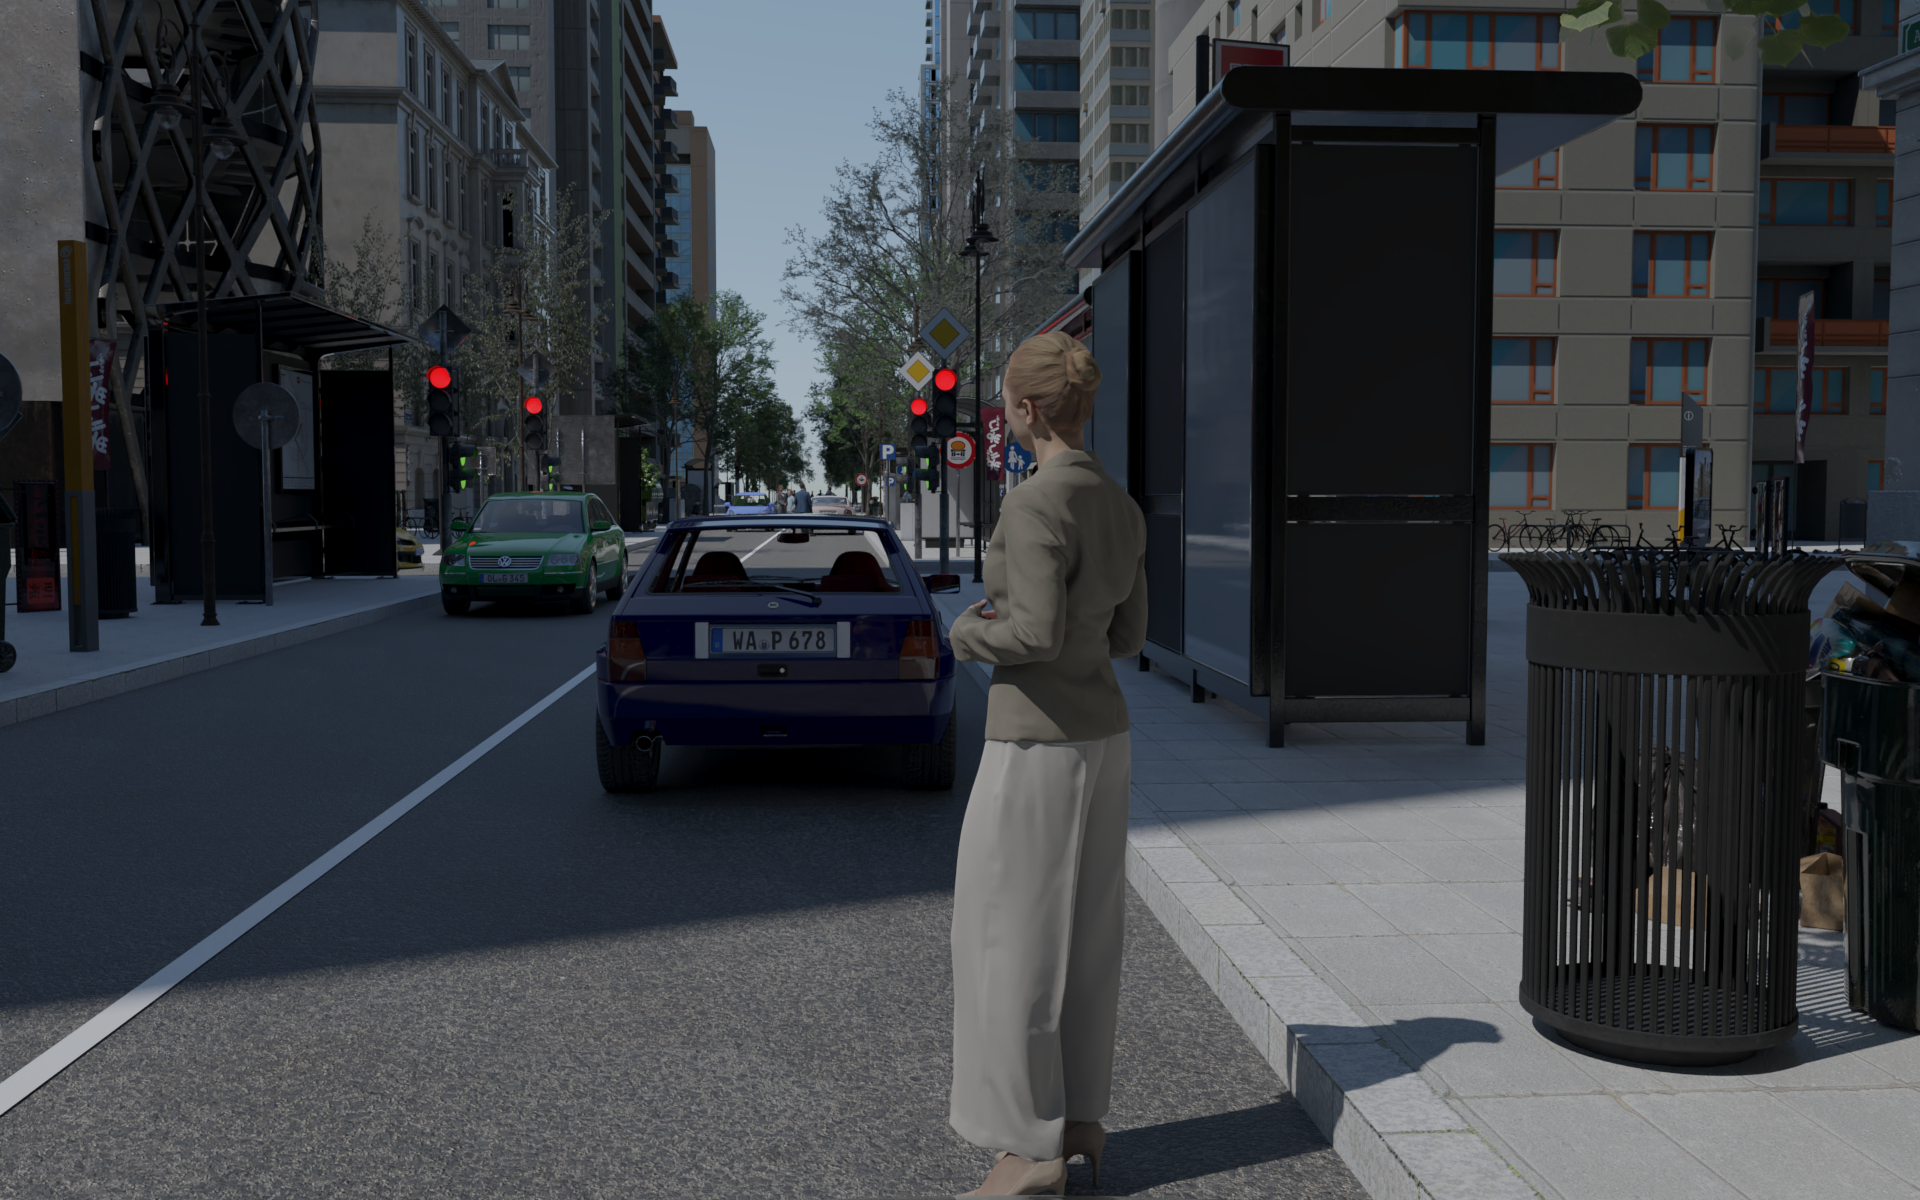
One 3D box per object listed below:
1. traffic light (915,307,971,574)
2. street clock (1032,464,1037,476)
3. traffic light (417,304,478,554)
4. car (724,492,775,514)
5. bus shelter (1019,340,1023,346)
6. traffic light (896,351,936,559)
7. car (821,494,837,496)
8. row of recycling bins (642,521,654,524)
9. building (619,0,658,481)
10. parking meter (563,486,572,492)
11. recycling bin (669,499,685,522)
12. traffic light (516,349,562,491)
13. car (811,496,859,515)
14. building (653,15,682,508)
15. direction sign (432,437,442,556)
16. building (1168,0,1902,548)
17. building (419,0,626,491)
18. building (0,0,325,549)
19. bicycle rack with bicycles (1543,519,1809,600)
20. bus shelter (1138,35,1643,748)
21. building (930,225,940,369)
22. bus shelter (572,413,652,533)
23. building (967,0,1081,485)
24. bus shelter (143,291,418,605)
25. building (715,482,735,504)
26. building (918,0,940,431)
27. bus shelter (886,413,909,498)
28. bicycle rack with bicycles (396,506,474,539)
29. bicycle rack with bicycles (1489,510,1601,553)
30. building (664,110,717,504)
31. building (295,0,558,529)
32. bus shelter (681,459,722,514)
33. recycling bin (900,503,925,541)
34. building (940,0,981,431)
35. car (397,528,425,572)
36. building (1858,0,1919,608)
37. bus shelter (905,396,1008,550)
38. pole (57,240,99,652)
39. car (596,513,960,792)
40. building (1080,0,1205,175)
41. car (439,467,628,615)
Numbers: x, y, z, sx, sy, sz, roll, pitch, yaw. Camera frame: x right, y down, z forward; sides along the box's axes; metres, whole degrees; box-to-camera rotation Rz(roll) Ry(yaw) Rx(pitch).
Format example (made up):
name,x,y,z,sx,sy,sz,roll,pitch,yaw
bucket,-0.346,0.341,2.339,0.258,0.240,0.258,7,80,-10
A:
name,x,y,z,sx,sy,sz,roll,pitch,yaw
traffic light,-0.257,-2.279,26.187,0.839,4.253,0.868,0,4,-4
street clock,1.964,-2.291,42.027,0.358,2.002,0.471,-2,4,-32
traffic light,-7.597,-2.245,25.633,0.839,4.253,0.868,0,4,-4
car,-8.045,-3.485,66.577,1.945,1.707,3.694,0,4,-3
bus shelter,1.995,-2.698,21.743,2.179,5.291,8.768,0,4,-4
traffic light,-0.843,-2.766,34.150,0.839,4.253,0.868,0,4,-4
car,-10.311,-7.612,136.258,2.131,1.459,4.920,0,4,-3
row of recycling bins,-13.935,-4.211,75.960,1.069,1.692,3.534,0,4,-3
building,-34.970,-31.044,131.269,21.300,48.544,21.600,0,4,-4
parking meter,-12.229,-2.803,54.232,0.372,1.533,0.369,0,3,0
recycling bin,-14.534,-4.675,88.995,0.722,1.027,0.722,-1,4,-9
traffic light,-8.183,-2.732,33.596,0.839,4.253,0.868,0,4,-4
car,-4.640,-3.030,61.897,2.083,1.381,4.827,0,4,-3
building,-37.095,-30.695,156.483,22.147,44.769,28.867,0,4,-4
direction sign,-10.842,-2.699,36.125,0.379,3.537,0.876,-1,4,-14
building,23.508,-12.835,54.892,28.899,21.520,27.650,0,4,-4
building,-30.086,-26.324,113.993,14.154,41.232,14.086,0,4,-4
building,-26.919,-11.036,47.897,16.820,18.784,16.811,0,4,-4
bicycle rack with bicycles,8.836,-0.469,21.053,2.925,0.926,2.852,1,4,12
bus shelter,2.050,-2.157,12.899,2.179,5.291,8.768,0,4,-4
building,8.897,-32.650,225.704,32.217,40.220,23.993,0,4,-4
bus shelter,-10.668,-3.804,53.484,1.731,3.624,6.357,0,4,-4
building,12.222,-31.464,134.048,23.786,49.044,30.456,0,4,-4
bus shelter,-8.828,-1.950,23.158,1.731,3.624,6.357,0,4,-4
building,-49.015,-34.083,249.138,32.217,40.220,23.993,0,4,-4
building,2.818,-57.474,252.371,22.319,86.520,31.000,0,4,-4
bus shelter,-2.579,-6.373,81.830,2.179,5.291,8.768,0,4,-4
bicycle rack with bicycles,-14.901,-2.242,50.045,2.852,0.926,2.925,-3,5,-43
bicycle rack with bicycles,13.249,-1.483,37.628,2.852,0.926,2.925,-2,4,-25
building,-36.364,-34.003,206.051,14.600,45.320,14.200,0,4,-4
building,-26.730,-15.929,79.531,14.460,24.649,34.723,0,4,-4
bus shelter,-15.132,-6.589,101.650,2.014,3.302,5.546,0,4,-4
recycling bin,-1.204,-2.148,47.674,0.722,1.027,0.722,1,4,14
building,8.584,-37.973,162.851,21.231,58.520,28.212,0,4,-4
car,-11.124,-1.162,29.224,3.980,1.641,2.015,0,4,-3
building,16.766,-13.443,7.183,14.401,28.519,23.554,0,4,-4
bus shelter,-0.111,-2.732,38.587,2.014,3.302,5.546,0,4,-4
pole,-7.151,-1.236,14.045,0.158,3.312,0.155,0,3,0
car,-0.943,0.176,9.698,1.945,1.354,3.894,0,4,-3
building,19.842,-24.876,98.609,32.217,40.220,23.993,0,4,-4
car,-5.338,-0.810,22.035,1.959,1.807,4.718,0,4,-3
